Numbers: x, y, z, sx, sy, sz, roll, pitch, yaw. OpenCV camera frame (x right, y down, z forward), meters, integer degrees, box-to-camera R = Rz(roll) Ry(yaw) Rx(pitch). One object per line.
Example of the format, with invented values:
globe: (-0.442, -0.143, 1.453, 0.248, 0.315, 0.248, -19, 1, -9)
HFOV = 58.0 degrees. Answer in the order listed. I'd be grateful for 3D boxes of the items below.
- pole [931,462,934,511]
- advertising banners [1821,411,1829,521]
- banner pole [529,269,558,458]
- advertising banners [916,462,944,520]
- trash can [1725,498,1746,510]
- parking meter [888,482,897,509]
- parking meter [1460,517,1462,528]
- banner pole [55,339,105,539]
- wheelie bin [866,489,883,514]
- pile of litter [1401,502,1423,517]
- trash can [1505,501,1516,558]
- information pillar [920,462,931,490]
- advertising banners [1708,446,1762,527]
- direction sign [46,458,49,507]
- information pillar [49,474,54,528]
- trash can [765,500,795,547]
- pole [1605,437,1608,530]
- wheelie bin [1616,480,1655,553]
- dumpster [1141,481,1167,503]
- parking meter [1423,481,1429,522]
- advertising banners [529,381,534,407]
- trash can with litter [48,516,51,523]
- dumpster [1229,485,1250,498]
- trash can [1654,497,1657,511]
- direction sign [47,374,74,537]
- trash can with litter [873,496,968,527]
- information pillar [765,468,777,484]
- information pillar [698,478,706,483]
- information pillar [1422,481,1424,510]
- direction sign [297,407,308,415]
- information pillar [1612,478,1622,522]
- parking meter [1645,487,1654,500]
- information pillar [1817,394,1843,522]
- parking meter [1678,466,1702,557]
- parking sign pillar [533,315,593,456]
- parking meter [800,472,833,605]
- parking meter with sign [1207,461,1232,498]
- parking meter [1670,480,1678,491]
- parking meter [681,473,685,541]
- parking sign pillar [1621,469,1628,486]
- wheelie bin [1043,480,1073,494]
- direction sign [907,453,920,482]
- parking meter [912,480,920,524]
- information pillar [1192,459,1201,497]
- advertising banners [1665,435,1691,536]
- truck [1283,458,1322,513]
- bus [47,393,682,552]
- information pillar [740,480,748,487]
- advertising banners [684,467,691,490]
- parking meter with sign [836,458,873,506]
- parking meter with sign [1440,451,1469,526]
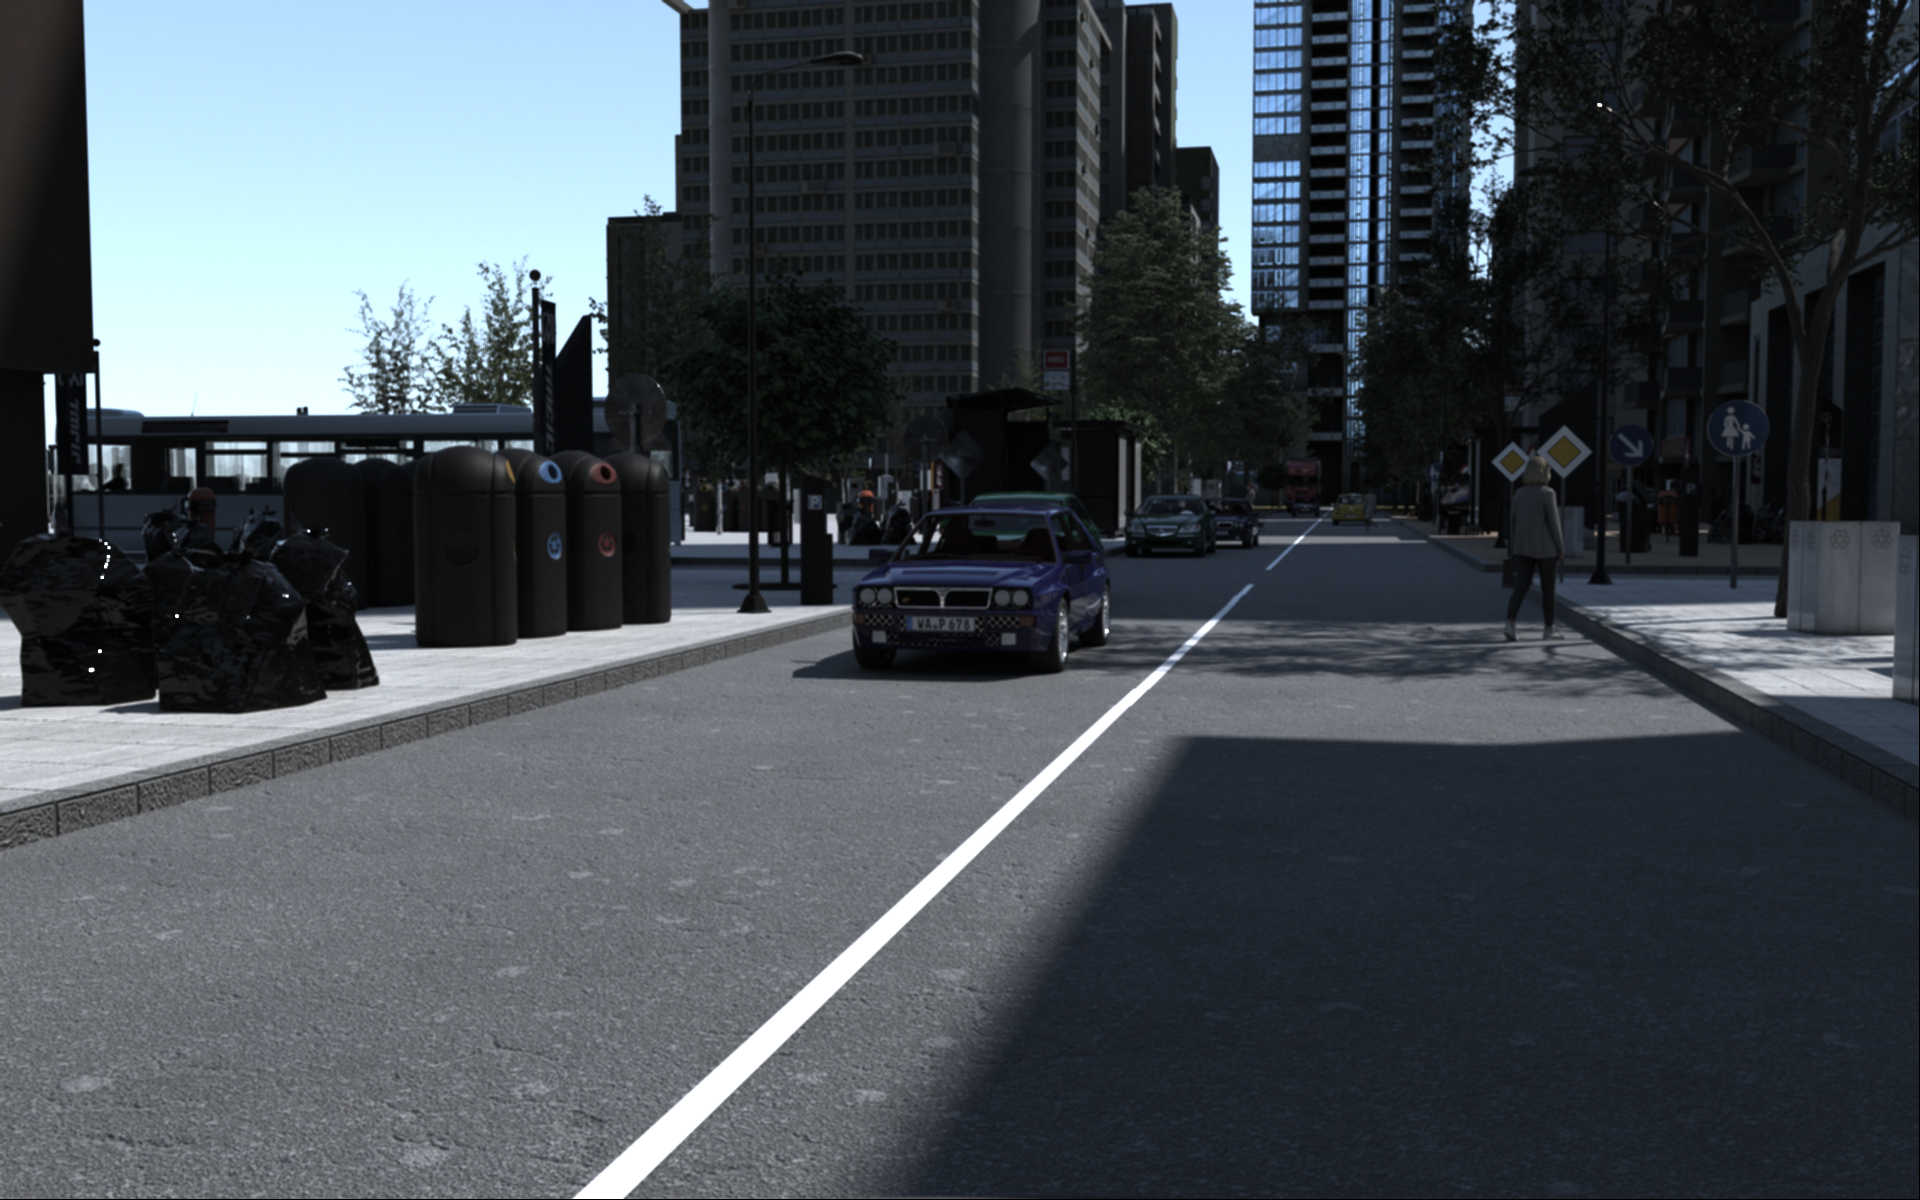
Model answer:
pole: (-1.108, -4.403, 65.835, 0.158, 3.312, 0.155, 0, 3, 0)
advertising banners: (17.970, -2.433, 35.968, 0.090, 3.025, 2.074, 2, 4, 28)
banner pole: (-4.707, -1.812, 19.644, 0.401, 3.779, 0.863, 0, 4, 8)
advertising banners: (-0.468, -3.615, 55.286, 2.074, 3.025, 0.090, -2, 4, -28)
trash can: (26.954, -2.970, 60.215, 0.748, 1.137, 0.748, 0, 3, 0)
parking meter: (-3.258, -4.756, 83.471, 0.399, 1.863, 0.255, -2, 4, -27)
parking meter: (18.562, -3.607, 64.680, 0.399, 1.863, 0.255, 2, 4, 32)
banner pole: (-14.083, -2.314, 27.843, 0.863, 3.779, 0.401, -3, 5, -39)
wheelie bin: (-5.158, -6.181, 108.966, 0.980, 1.594, 0.693, -2, 4, -24)
pile of litter: (25.286, -5.018, 96.009, 1.719, 0.858, 1.176, 1, 4, 12)
trash can: (10.904, -1.334, 33.457, 0.748, 1.137, 0.748, 0, 3, 0)
information pillar: (-1.175, -4.175, 59.624, 0.183, 3.616, 0.504, -3, 5, -40)
advertising banners: (21.064, -3.103, 46.926, 2.074, 3.025, 0.090, -2, 4, -26)
direction sign: (-43.172, -5.507, 82.033, 0.876, 3.537, 0.379, -1, 4, -18)
information pillar: (-33.821, -3.687, 64.778, 0.304, 2.012, 0.304, 3, 4, 37)
trash can: (-4.368, -1.859, 42.044, 0.748, 1.137, 0.748, 0, 3, 0)
pole: (23.171, -4.185, 62.272, 0.158, 3.312, 0.155, 0, 3, 0)
wheelie bin: (14.797, -1.841, 38.002, 0.693, 1.594, 0.980, 2, 4, 35)
dumpster: (7.986, -4.109, 72.945, 1.264, 1.857, 1.865, 1, 4, 13)
parking meter: (21.412, -4.517, 79.570, 0.255, 1.863, 0.399, 1, 4, 19)
advertising banners: (-6.622, -1.942, 27.947, 0.090, 3.025, 2.074, 0, 4, 3)
trash can with litter: (-40.349, -4.028, 77.237, 0.624, 1.170, 1.055, 2, 4, 32)
dumpster: (17.343, -6.241, 107.806, 1.264, 1.857, 1.865, 1, 4, 13)
trash can: (30.591, -3.933, 75.962, 0.748, 1.137, 0.748, 0, 3, 0)
direction sign: (-11.600, -1.868, 22.538, 0.379, 3.537, 0.876, -2, 4, -25)
trash can with litter: (-0.490, -1.532, 36.106, 2.233, 1.210, 1.678, -1, 4, -15)
information pillar: (-7.322, -4.644, 67.285, 0.504, 3.616, 0.183, 0, 4, 7)
information pillar: (-11.805, -4.589, 79.523, 0.304, 2.012, 0.304, 1, 4, 14)
information pillar: (26.208, -5.714, 97.920, 0.304, 2.012, 0.304, 0, 4, 5)
direction sign: (-17.116, -3.252, 45.175, 0.379, 3.537, 0.876, -3, 4, -37)
information pillar: (29.698, -4.513, 78.272, 0.304, 2.012, 0.304, 0, 4, -8)
parking meter: (26.321, -3.534, 66.186, 0.372, 1.533, 0.369, 0, 3, 0)
information pillar: (20.178, -2.989, 40.220, 0.504, 3.616, 0.183, 2, 4, 28)
parking meter: (15.036, -1.830, 35.629, 0.399, 1.863, 0.255, 1, 4, 22)
parking sign pillar: (-5.849, -2.270, 25.583, 1.447, 3.967, 1.447, 1, 4, 9)
parking meter: (-1.663, -0.714, 20.080, 0.372, 1.533, 0.369, 0, 3, 0)
parking meter with sign: (13.482, -5.845, 91.827, 1.738, 3.016, 0.543, 2, 4, 34)
parking meter: (28.692, -3.902, 69.512, 0.399, 1.863, 0.255, -2, 4, -30)
parking meter: (-7.729, -2.573, 47.776, 0.255, 1.863, 0.399, -1, 4, -10)
parking sign pillar: (39.202, -6.872, 100.825, 1.447, 3.967, 1.447, 1, 4, 9)
wheelie bin: (2.176, -1.918, 39.271, 0.980, 1.594, 0.693, 0, 4, -7)
direction sign: (-2.504, -6.137, 92.343, 0.876, 3.537, 0.379, 3, 4, 38)
parking meter: (-1.776, -4.049, 71.905, 0.399, 1.863, 0.255, 2, 4, 25)
information pillar: (12.842, -6.270, 93.863, 0.504, 3.616, 0.183, 0, 4, -3)
advertising banners: (21.845, -3.455, 52.681, 0.090, 3.025, 2.074, 0, 4, 5)
truck: (26.879, -8.954, 135.315, 2.839, 4.237, 11.283, 1, 4, 13)
bus: (-12.308, -2.434, 34.657, 13.247, 3.499, 2.948, 1, 4, 11)
information pillar: (-11.262, -5.250, 90.328, 0.304, 2.012, 0.304, 1, 4, 20)
advertising banners: (-16.906, -7.096, 112.206, 2.074, 3.025, 0.090, -1, 4, -22)
parking meter with sign: (-5.101, -5.362, 83.934, 1.738, 3.016, 0.543, -1, 4, -14)
parking meter with sign: (20.220, -4.486, 69.604, 1.738, 3.016, 0.543, 0, 4, 3)
